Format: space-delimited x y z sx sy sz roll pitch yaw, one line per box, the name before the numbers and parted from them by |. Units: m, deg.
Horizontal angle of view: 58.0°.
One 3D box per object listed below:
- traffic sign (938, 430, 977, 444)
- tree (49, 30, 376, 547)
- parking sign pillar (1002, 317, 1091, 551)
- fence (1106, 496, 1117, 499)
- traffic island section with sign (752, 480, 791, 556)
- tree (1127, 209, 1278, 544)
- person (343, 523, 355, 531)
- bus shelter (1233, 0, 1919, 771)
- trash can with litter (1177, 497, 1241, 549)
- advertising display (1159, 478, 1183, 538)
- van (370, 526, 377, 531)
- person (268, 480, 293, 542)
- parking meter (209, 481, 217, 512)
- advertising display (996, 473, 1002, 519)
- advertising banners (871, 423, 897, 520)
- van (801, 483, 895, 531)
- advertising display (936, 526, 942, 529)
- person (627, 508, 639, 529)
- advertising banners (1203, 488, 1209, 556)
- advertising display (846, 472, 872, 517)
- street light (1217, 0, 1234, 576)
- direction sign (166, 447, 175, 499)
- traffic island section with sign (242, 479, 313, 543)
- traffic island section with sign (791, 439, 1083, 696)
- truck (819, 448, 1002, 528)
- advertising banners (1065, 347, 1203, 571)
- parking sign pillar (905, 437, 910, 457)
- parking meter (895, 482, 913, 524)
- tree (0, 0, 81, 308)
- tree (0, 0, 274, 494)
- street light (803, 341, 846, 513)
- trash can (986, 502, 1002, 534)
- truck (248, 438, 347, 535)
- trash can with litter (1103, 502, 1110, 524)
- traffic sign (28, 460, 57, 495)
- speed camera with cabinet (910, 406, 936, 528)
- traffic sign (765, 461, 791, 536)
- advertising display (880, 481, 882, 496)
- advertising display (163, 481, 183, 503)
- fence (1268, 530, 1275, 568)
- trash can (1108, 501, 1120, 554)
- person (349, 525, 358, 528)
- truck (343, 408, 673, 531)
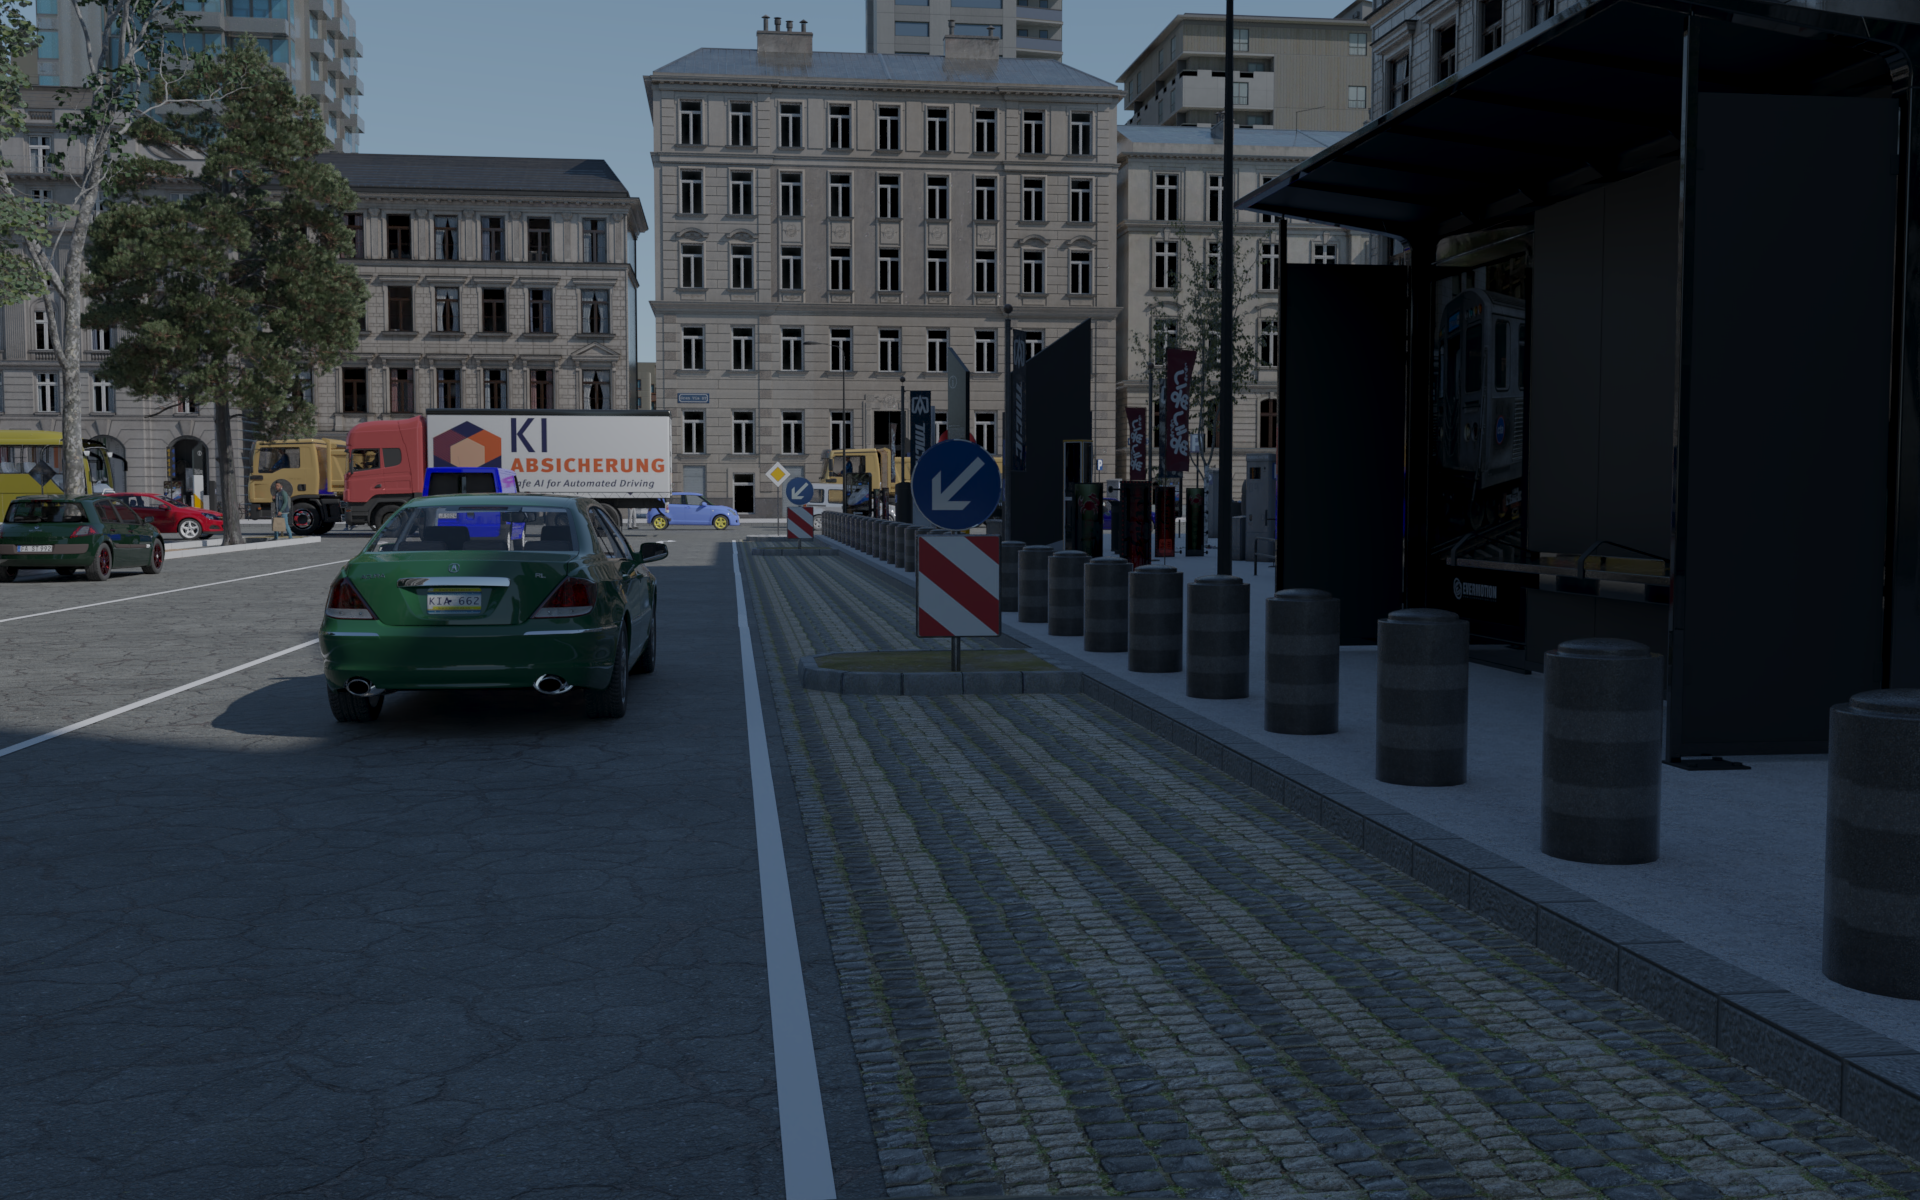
traffic sign | -0.060 -2.022 33.166 0.768 2.556 0.104 0 4 -1
tree | -20.083 -8.389 47.045 7.806 13.903 7.818 0 3 0
parking sign pillar | 1.321 -2.328 26.533 1.447 3.967 1.447 -1 4 -15
fence | 6.406 -4.358 82.455 2.264 1.192 0.480 0 4 8
traffic island section with sign | -3.913 -1.970 40.831 1.989 1.847 2.006 0 4 -8
tree | 6.351 -5.782 44.899 4.360 8.622 3.978 0 3 0
person | -24.152 -3.615 68.276 0.731 1.740 0.598 3 5 42
bus shelter | 3.455 -1.213 11.119 1.731 3.624 6.357 0 4 -8
trash can with litter | 6.138 -1.830 40.977 2.233 1.210 1.678 -1 4 -10
advertising display | 6.185 -2.796 50.920 0.123 1.923 0.974 -2 4 -33
van | -20.894 -3.871 67.681 5.245 2.365 2.240 0 4 -8
person | -19.579 -2.535 49.940 0.713 1.824 0.794 -2 4 -32
parking meter | -32.685 -4.286 75.780 0.255 1.863 0.399 -1 4 -12
advertising display | 1.215 -2.934 53.182 0.123 1.923 0.974 1 4 10
advertising banners | -1.822 -2.809 42.118 0.090 3.025 2.074 1 4 14
van | -4.275 -3.764 68.554 4.112 2.044 2.013 0 4 -7
advertising display | -0.455 -2.306 42.913 0.974 1.923 0.123 -2 4 -35
person | -13.307 -3.775 70.363 0.789 1.805 0.875 2 4 25
advertising banners | 4.187 -2.380 35.098 2.074 3.025 0.090 -2 4 -29
advertising display | -3.020 -2.844 51.707 0.974 1.923 0.123 3 5 39
street light | 1.341 -2.419 12.093 1.470 5.913 1.316 0 4 -8
direction sign | -37.790 -5.566 82.993 0.379 3.537 0.876 0 4 -2
traffic island section with sign | -20.302 -2.649 51.445 2.006 1.907 1.989 0 4 -8
traffic island section with sign | -0.226 -0.280 13.207 1.989 1.847 2.006 0 4 -8
truck | -1.993 -4.779 74.053 9.791 3.379 3.469 -1 4 -9
advertising banners | 2.045 -1.478 20.359 2.074 3.025 0.090 -3 4 -37
parking sign pillar | -1.915 -5.676 81.279 1.447 3.967 1.447 0 4 -4
parking meter | -1.158 -1.678 35.854 0.372 1.533 0.369 0 3 0
tree | -16.534 -6.941 22.601 9.857 13.997 8.962 0 3 0
tree | -19.509 -10.848 35.719 12.611 20.169 13.585 0 3 0
street light | -4.073 -4.905 52.746 1.470 5.913 1.316 0 4 -8
trash can | 0.756 -1.141 30.308 0.748 1.137 0.748 0 3 0
truck | -20.771 -3.996 61.260 9.791 3.379 3.469 0 4 -7
trash can with litter | 2.884 -1.678 38.822 0.624 1.170 1.055 2 4 30
traffic sign | -26.638 -2.854 50.304 0.795 2.450 0.064 0 4 -8
speed camera with cabinet | -0.878 -2.766 39.564 0.660 3.252 2.038 0 4 -7
traffic sign | -5.578 -3.024 53.086 0.795 2.450 0.064 0 4 -8
advertising display | -4.129 -5.085 88.345 0.123 1.923 0.974 1 4 17
advertising display | -38.156 -4.821 84.036 0.974 1.923 0.123 1 4 11
fence | 6.338 -0.885 29.838 2.069 0.683 0.278 2 4 32
trash can | 3.519 -1.543 36.886 0.748 1.137 0.748 0 3 0
person | -25.616 -3.939 73.043 0.875 1.805 0.789 0 4 -6
truck | -15.355 -4.230 58.081 11.283 4.237 2.839 -1 4 -8
